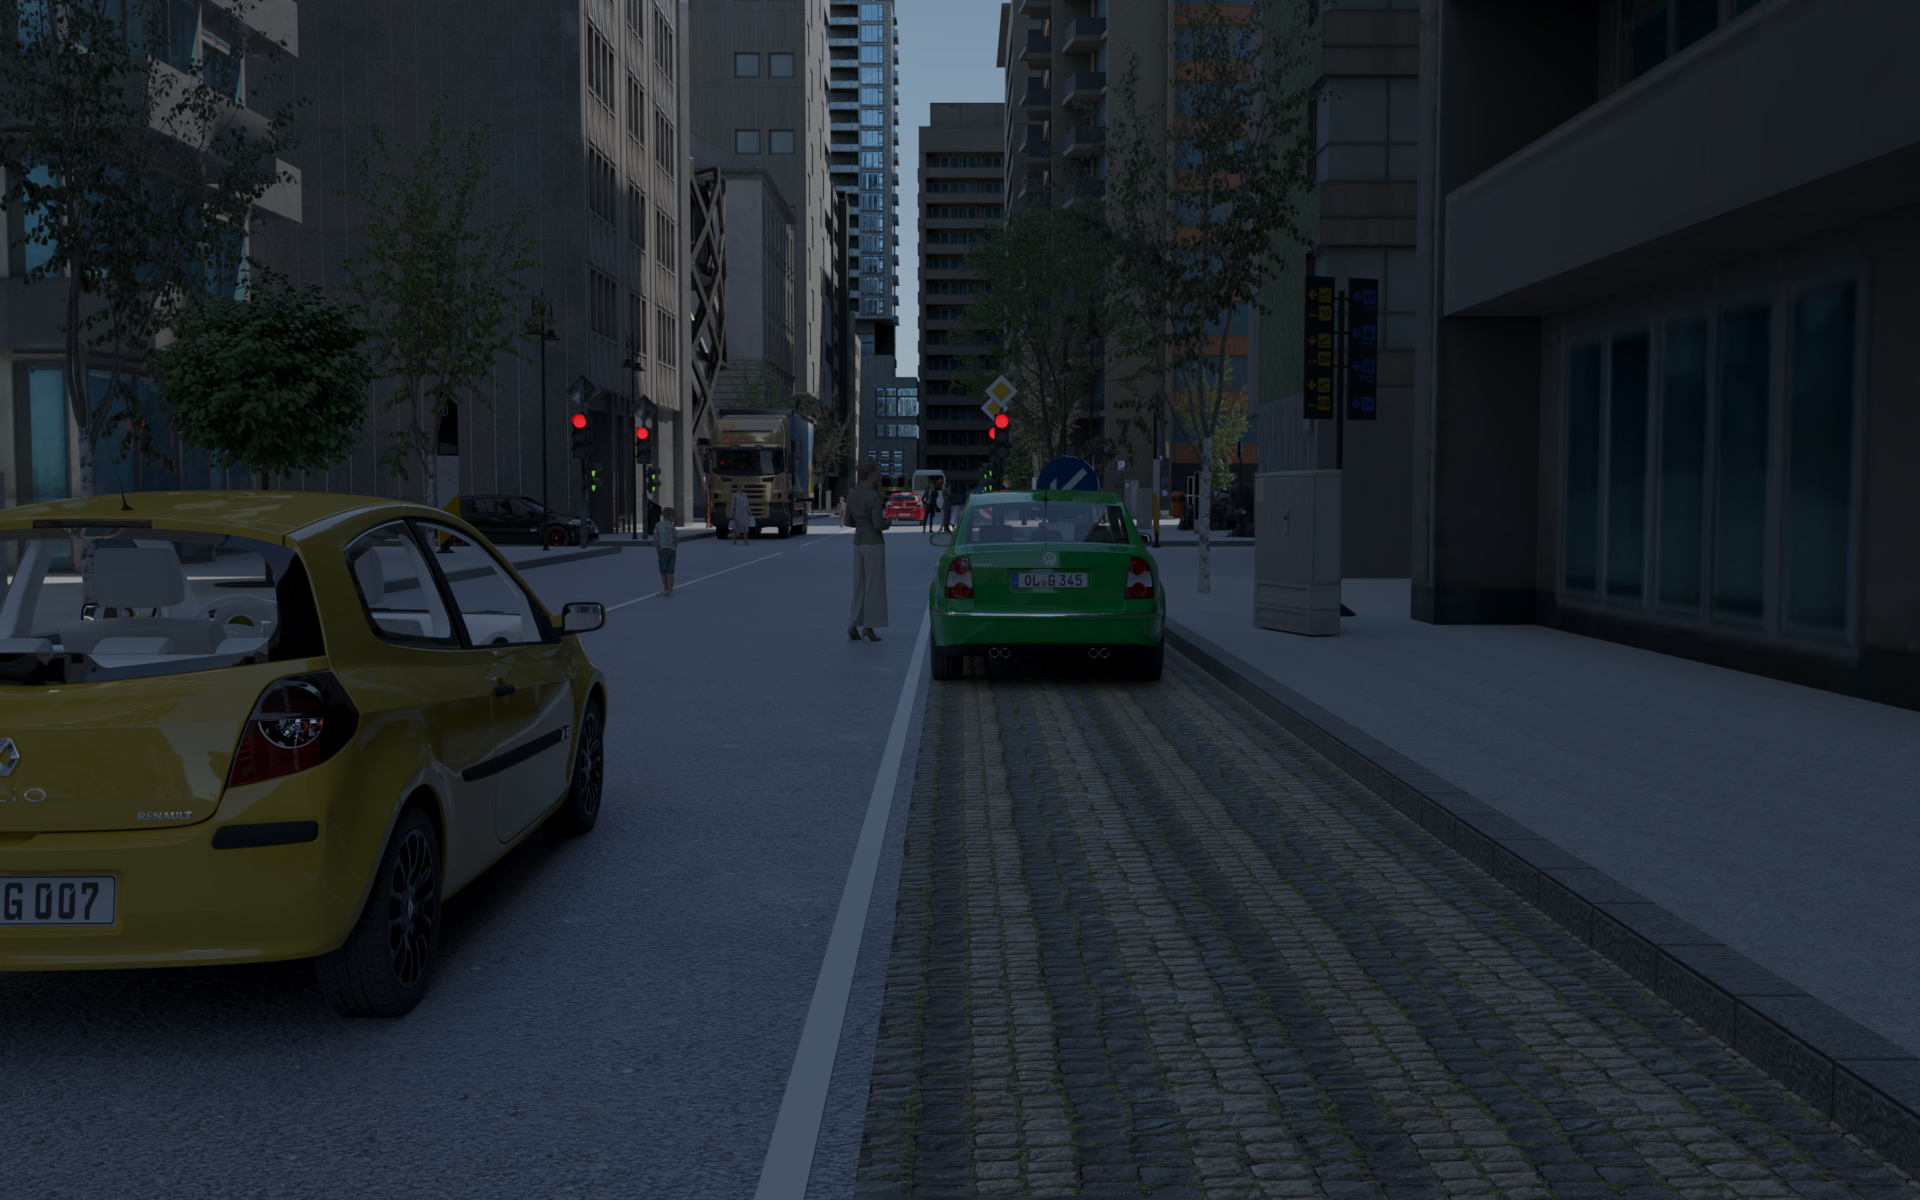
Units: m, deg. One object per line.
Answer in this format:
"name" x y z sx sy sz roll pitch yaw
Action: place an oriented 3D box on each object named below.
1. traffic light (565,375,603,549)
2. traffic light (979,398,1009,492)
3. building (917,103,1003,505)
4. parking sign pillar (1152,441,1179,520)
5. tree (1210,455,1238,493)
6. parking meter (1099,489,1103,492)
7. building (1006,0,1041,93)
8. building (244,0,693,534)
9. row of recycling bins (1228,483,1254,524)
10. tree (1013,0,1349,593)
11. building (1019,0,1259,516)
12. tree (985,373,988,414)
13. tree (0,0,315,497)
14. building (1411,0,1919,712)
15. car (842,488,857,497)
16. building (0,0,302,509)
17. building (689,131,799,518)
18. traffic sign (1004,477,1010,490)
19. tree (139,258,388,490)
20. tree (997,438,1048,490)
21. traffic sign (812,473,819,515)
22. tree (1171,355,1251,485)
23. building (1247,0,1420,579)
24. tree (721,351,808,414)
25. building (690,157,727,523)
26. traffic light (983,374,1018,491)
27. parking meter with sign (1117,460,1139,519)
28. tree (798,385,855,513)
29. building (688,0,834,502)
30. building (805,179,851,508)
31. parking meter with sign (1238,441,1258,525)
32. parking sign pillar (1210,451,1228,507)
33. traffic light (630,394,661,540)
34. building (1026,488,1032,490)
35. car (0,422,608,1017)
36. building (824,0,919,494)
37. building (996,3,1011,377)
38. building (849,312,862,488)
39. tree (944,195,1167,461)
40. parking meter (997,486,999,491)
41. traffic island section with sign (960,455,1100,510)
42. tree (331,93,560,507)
"traffic light" -8.855 -3.169 40.732 0.839 4.253 0.868 0 3 0
"traffic light" 0.955 -3.658 48.734 0.839 4.253 0.868 0 3 0
"building" 5.569 -36.348 217.987 21.600 48.544 21.300 0 3 0
"parking sign pillar" 10.309 -6.044 87.293 1.447 3.967 1.447 0 4 5
"tree" 12.528 -5.501 84.538 1.663 3.219 1.824 0 3 0
"parking meter" 6.798 -4.675 84.852 0.372 1.533 0.369 0 3 0
"building" 15.193 -32.811 160.162 21.300 48.544 21.600 0 3 0
"building" -16.699 -14.722 58.733 12.078 24.808 19.932 0 3 0
"row of recycling bins" 11.225 -3.619 66.282 1.069 1.692 3.534 2 4 29
"tree" 3.068 -4.410 22.468 4.360 8.622 3.978 0 3 0
"building" 14.958 -27.772 108.691 22.147 44.769 28.867 0 3 0
"tree" 3.114 -7.128 66.911 4.360 8.622 3.978 0 3 0
"tree" -9.539 -4.214 19.263 4.360 8.622 3.978 0 3 0
"building" 15.288 -23.373 5.859 21.300 48.544 21.600 0 3 0
"car" -6.298 -6.145 109.137 2.281 1.827 5.304 0 4 -2
"building" -27.990 -24.888 26.527 30.456 49.044 23.786 0 3 0
"building" -15.142 -15.428 101.406 9.793 20.994 18.267 0 3 0
"traffic sign" 2.668 -5.969 98.780 0.795 2.450 0.064 0 4 7
"tree" -9.705 -2.487 24.369 4.285 4.588 4.351 0 3 0
"tree" 3.683 -6.605 91.713 4.285 4.588 4.351 0 3 0
"traffic sign" -8.988 -6.446 105.504 0.768 2.556 0.104 0 4 1
"tree" 13.121 -8.567 90.434 4.737 8.622 4.395 0 3 0
"building" 12.418 -21.302 31.876 14.154 41.232 14.086 0 3 0
"tree" -10.339 -8.531 89.836 4.737 8.622 4.395 0 3 0
"building" -19.130 -12.853 77.595 16.820 18.784 16.811 0 3 0
"traffic light" 0.956 -3.170 40.749 0.839 4.253 0.868 0 3 0
"parking meter with sign" 8.946 -5.739 90.095 0.543 3.016 1.738 3 5 44
"tree" -9.200 -10.168 116.602 4.360 8.622 3.978 0 3 0
"building" -24.417 -33.491 136.813 28.713 52.752 27.495 0 3 0
"building" -17.478 -23.643 158.256 14.160 30.474 14.107 0 3 0
"parking meter with sign" 10.073 -3.726 57.175 1.738 3.016 0.543 1 4 18
"parking sign pillar" 13.861 -6.458 94.055 1.447 3.967 1.447 -1 4 -11
"traffic light" -8.856 -3.657 48.717 0.839 4.253 0.868 0 3 0
"building" 21.157 -27.237 137.206 32.217 40.220 23.993 0 3 0
"car" -2.373 0.249 6.156 2.015 1.641 3.980 0 4 -1
"building" -20.731 -55.359 217.796 31.000 86.520 22.319 0 3 0
"building" 18.473 -36.410 184.535 28.713 52.752 27.495 0 3 0
"building" -25.698 -20.811 185.306 28.899 21.520 27.650 0 3 0
"tree" 3.280 -8.162 59.205 9.928 11.665 9.643 0 3 0
"parking meter" 2.615 -6.623 113.992 0.399 1.863 0.255 0 4 1
"traffic island section with sign" 1.005 -0.612 18.639 1.989 1.847 2.006 0 3 0
"tree" -9.968 -5.047 32.875 4.737 8.622 4.395 0 3 0
